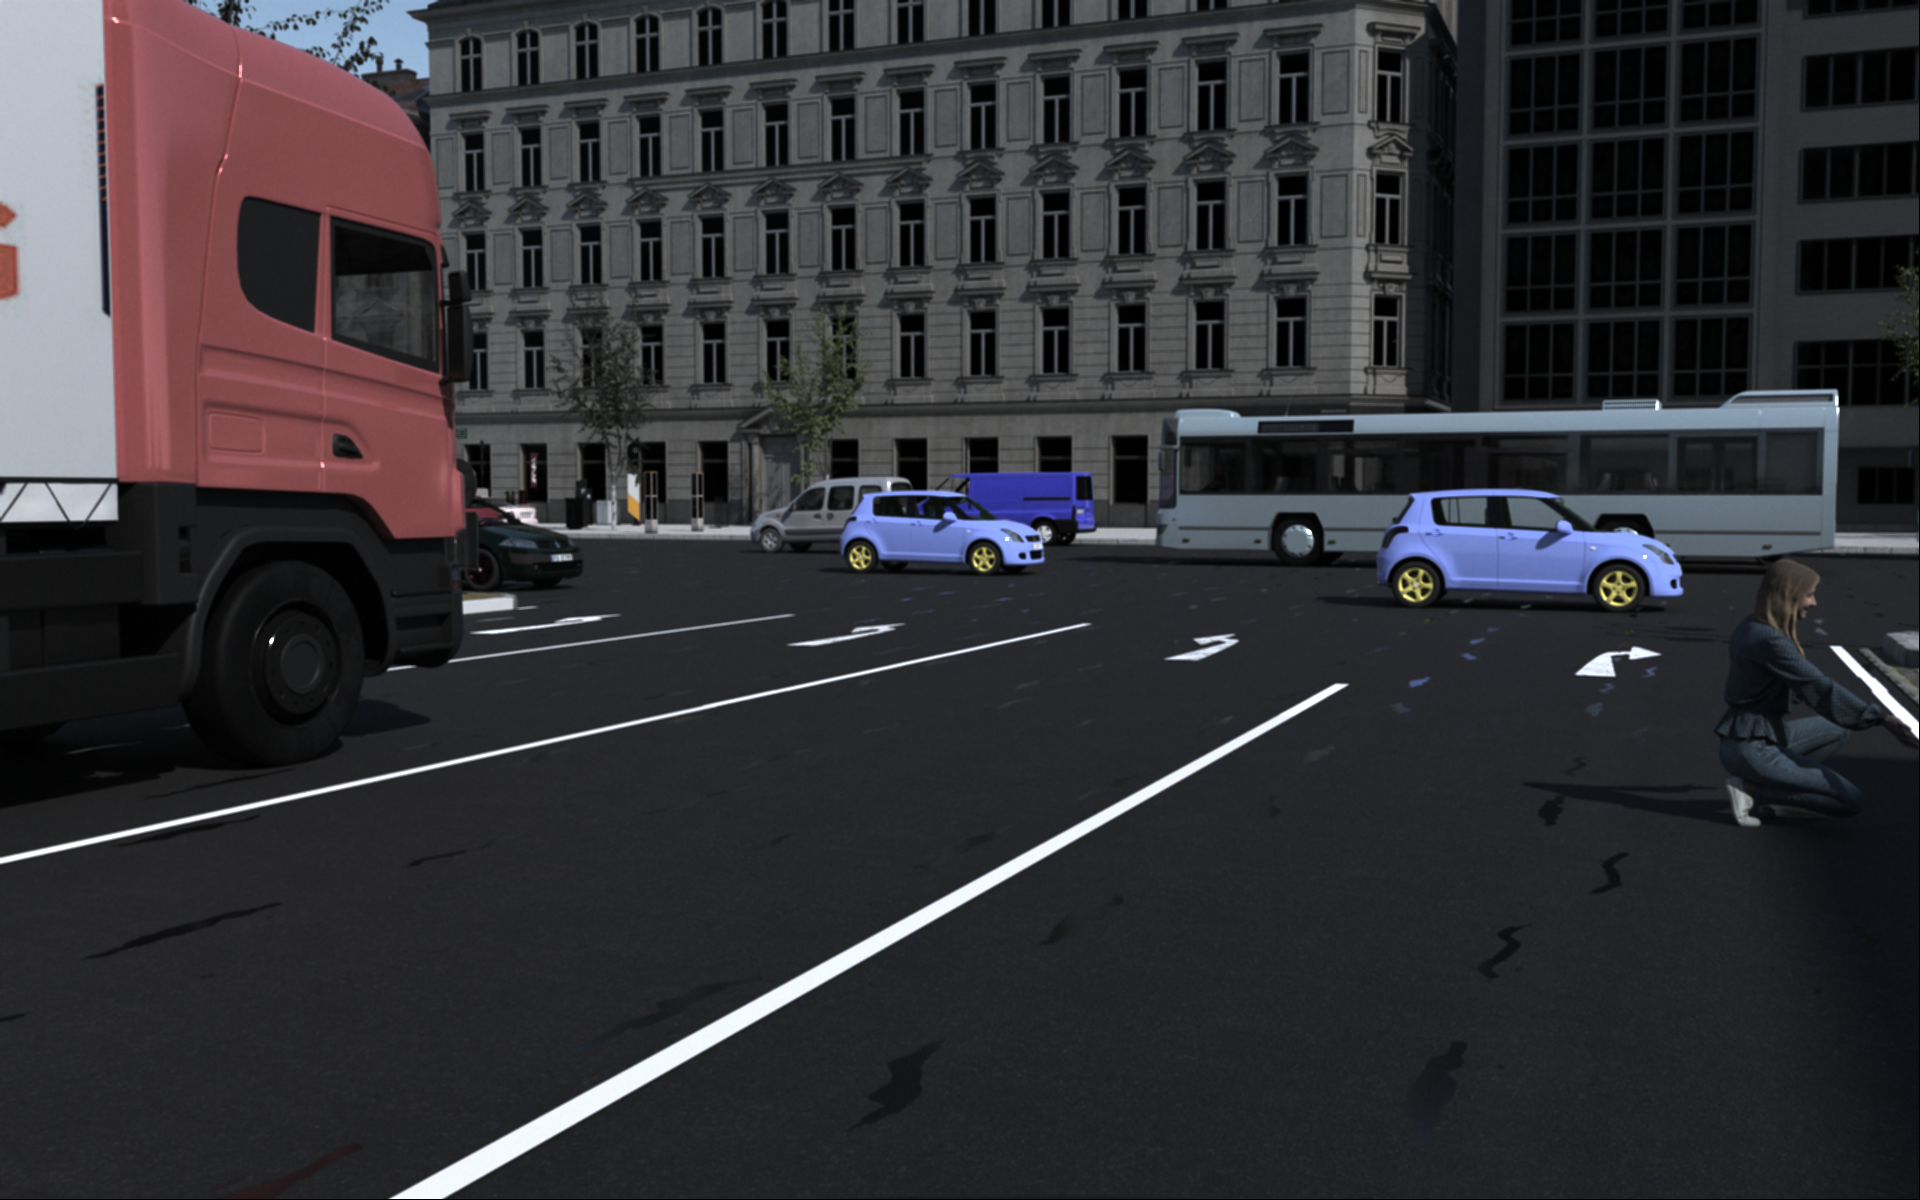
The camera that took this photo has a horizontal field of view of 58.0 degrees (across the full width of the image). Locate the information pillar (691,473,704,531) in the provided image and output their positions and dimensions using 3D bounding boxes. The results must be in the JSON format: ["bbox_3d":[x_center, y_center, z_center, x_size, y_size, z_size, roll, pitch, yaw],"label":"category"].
[{"bbox_3d":[-9.030,-3.366,59.525,0.304,2.012,0.304,2,4,34],"label":"information pillar"}]

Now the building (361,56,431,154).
[{"bbox_3d":[-31.879,-15.298,86.278,21.152,22.565,11.583,1,4,23],"label":"building"}]

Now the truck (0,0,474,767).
[{"bbox_3d":[-5.794,-1.063,6.293,2.839,4.237,11.283,1,4,21],"label":"truck"}]

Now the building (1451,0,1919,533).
[{"bbox_3d":[33.431,-14.785,60.795,30.058,24.678,14.314,1,4,23],"label":"building"}]

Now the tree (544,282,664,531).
[{"bbox_3d":[-12.052,-6.684,59.652,4.360,8.622,3.978,0,3,0],"label":"tree"}]

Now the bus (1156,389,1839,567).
[{"bbox_3d":[9.683,-2.386,33.867,13.247,3.499,2.948,2,4,24],"label":"bus"}]

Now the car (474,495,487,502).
[{"bbox_3d":[-12.952,-1.960,41.090,4.494,1.783,2.155,2,4,24],"label":"car"}]

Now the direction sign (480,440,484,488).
[{"bbox_3d":[-20.271,-4.987,73.526,0.379,3.537,0.876,-1,4,-9],"label":"direction sign"}]

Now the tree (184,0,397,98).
[{"bbox_3d":[-7.947,-3.985,17.968,4.360,8.622,3.978,0,3,0],"label":"tree"}]

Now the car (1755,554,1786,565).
[{"bbox_3d":[15.313,-1.579,36.036,3.980,1.641,2.015,1,4,23],"label":"car"}]

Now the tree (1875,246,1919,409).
[{"bbox_3d":[27.691,-5.979,48.119,4.737,8.622,4.395,0,3,0],"label":"tree"}]

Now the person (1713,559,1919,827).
[{"bbox_3d":[3.699,0.392,7.596,0.738,1.151,1.012,1,4,18],"label":"person"}]

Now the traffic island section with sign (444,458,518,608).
[{"bbox_3d":[-6.645,-0.817,21.489,2.006,1.907,1.989,1,4,23],"label":"traffic island section with sign"}]

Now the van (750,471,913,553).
[{"bbox_3d":[-3.112,-2.152,42.204,4.112,2.044,2.013,2,4,24],"label":"van"}]

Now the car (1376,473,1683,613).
[{"bbox_3d":[7.197,-0.758,21.986,3.694,1.707,1.945,1,4,21],"label":"car"}]

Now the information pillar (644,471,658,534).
[{"bbox_3d":[-10.051,-3.172,56.348,0.304,2.012,0.304,2,4,29],"label":"information pillar"}]

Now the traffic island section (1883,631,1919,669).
[{"bbox_3d":[9.044,0.465,14.683,2.009,0.180,2.903,1,4,23],"label":"traffic island section"}]

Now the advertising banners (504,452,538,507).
[{"bbox_3d":[-18.192,-4.635,71.968,0.090,3.025,2.074,2,4,27],"label":"advertising banners"}]

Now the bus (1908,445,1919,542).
[{"bbox_3d":[26.574,-2.514,35.964,13.247,3.499,2.948,1,4,21],"label":"bus"}]

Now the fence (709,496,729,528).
[{"bbox_3d":[-9.296,-3.401,66.813,0.480,1.192,2.264,0,4,0],"label":"fence"}]

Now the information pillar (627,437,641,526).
[{"bbox_3d":[-13.286,-4.843,70.540,0.504,3.616,0.183,-1,4,-14],"label":"information pillar"}]

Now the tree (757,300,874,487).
[{"bbox_3d":[-5.244,-7.041,65.479,4.737,8.622,4.395,0,3,0],"label":"tree"}]

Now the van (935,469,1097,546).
[{"bbox_3d":[1.116,-2.720,48.855,5.245,2.365,2.240,1,4,21],"label":"van"}]

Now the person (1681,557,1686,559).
[{"bbox_3d":[15.599,-1.836,38.740,0.699,1.804,1.509,0,4,-2],"label":"person"}]

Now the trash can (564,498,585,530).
[{"bbox_3d":[-13.977,-3.129,62.808,0.748,1.137,0.748,0,3,0],"label":"trash can"}]

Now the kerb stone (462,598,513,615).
[{"bbox_3d":[-5.768,0.076,20.958,0.120,0.150,1.000,1,4,23],"label":"kerb stone"}]

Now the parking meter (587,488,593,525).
[{"bbox_3d":[-15.454,-3.886,71.953,0.372,1.533,0.369,0,3,0],"label":"parking meter"}]

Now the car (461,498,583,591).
[{"bbox_3d":[-7.847,-1.033,26.669,4.222,1.686,2.009,1,4,23],"label":"car"}]

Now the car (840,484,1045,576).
[{"bbox_3d":[-0.308,-1.337,31.449,3.694,1.707,1.945,1,4,21],"label":"car"}]

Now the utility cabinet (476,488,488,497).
[{"bbox_3d":[-18.415,-3.470,65.407,1.173,1.500,0.318,-3,4,-37],"label":"utility cabinet"}]

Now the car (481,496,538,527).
[{"bbox_3d":[-15.026,-2.436,52.191,4.827,1.381,2.083,1,4,21],"label":"car"}]

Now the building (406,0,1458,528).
[{"bbox_3d":[-0.717,-18.323,75.990,44.131,29.872,17.030,1,4,23],"label":"building"}]

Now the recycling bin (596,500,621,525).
[{"bbox_3d":[-14.515,-3.606,71.518,0.722,1.027,0.722,2,4,32],"label":"recycling bin"}]

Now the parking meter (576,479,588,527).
[{"bbox_3d":[-14.661,-3.755,67.108,0.399,1.863,0.255,-3,4,-37],"label":"parking meter"}]
